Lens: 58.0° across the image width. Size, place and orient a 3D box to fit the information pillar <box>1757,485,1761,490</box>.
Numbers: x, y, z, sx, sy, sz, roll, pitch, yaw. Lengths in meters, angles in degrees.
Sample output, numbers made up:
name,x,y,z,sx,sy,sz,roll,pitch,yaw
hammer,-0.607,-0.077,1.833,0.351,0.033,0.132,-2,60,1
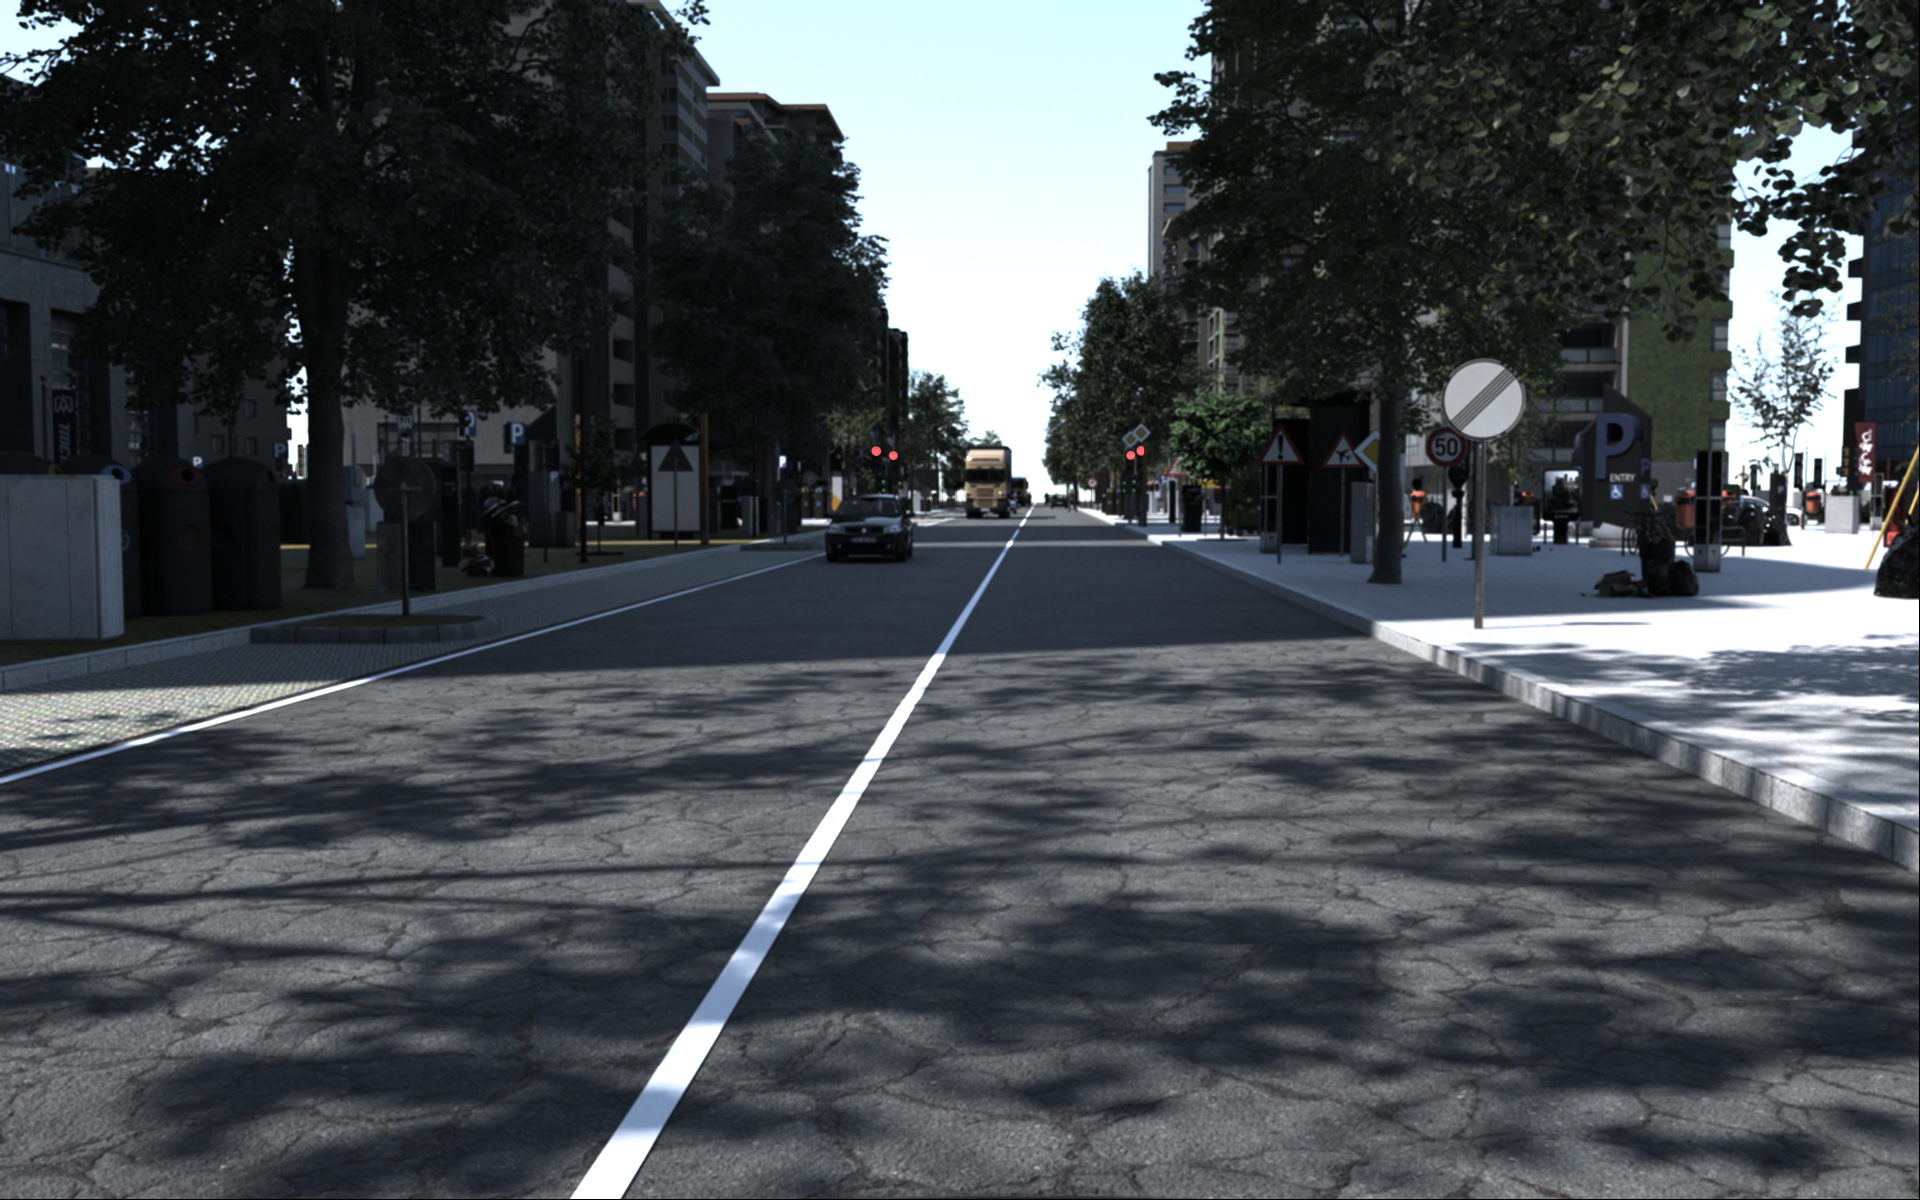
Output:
name,x,y,z,sx,sy,sz,roll,pitch,yaw
information pillar,64.936,-8.337,140.800,0.304,2.012,0.304,2,4,24

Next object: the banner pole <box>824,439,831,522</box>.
name,x,y,z,sx,sy,sz,roll,pitch,yaw
banner pole,-6.021,-5.472,79.485,0.401,3.779,0.863,0,3,0

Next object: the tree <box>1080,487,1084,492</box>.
name,x,y,z,sx,sy,sz,roll,pitch,yaw
tree,13.875,-13.892,177.499,4.360,8.622,3.978,0,3,0

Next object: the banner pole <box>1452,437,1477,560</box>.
name,x,y,z,sx,sy,sz,roll,pitch,yaw
banner pole,9.936,-2.686,33.932,0.401,3.779,0.863,-2,4,-24

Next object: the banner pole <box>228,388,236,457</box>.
name,x,y,z,sx,sy,sz,roll,pitch,yaw
banner pole,-14.582,-2.735,34.730,0.401,3.779,0.863,-2,4,-31

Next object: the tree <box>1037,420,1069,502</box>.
name,x,y,z,sx,sy,sz,roll,pitch,yaw
tree,17.705,-22.843,283.852,12.009,13.543,11.850,0,3,0

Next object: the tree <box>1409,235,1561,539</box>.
name,x,y,z,sx,sy,sz,roll,pitch,yaw
tree,14.425,-6.030,48.955,4.737,8.622,4.395,0,3,0

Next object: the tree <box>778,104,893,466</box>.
name,x,y,z,sx,sy,sz,roll,pitch,yaw
tree,-6.659,-9.281,58.398,9.857,13.997,8.962,0,3,0

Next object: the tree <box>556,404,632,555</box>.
name,x,y,z,sx,sy,sz,roll,pitch,yaw
tree,-7.593,-2.580,36.789,1.663,3.219,1.824,0,3,0

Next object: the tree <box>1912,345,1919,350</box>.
name,x,y,z,sx,sy,sz,roll,pitch,yaw
tree,31.879,-8.077,50.194,7.486,12.596,7.792,0,3,0

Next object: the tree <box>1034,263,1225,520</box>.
name,x,y,z,sx,sy,sz,roll,pitch,yaw
tree,8.534,-10.363,86.444,9.611,12.733,9.660,0,3,0

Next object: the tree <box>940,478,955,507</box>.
name,x,y,z,sx,sy,sz,roll,pitch,yaw
tree,-1.121,-11.161,177.081,1.663,3.219,1.824,0,3,0

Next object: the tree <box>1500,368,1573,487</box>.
name,x,y,z,sx,sy,sz,roll,pitch,yaw
tree,27.310,-8.194,84.333,4.360,8.622,3.978,0,3,0

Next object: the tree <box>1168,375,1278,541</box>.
name,x,y,z,sx,sy,sz,roll,pitch,yaw
tree,7.234,-3.925,47.884,4.285,4.588,4.351,0,3,0

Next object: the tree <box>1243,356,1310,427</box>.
name,x,y,z,sx,sy,sz,roll,pitch,yaw
tree,16.459,-8.534,89.894,4.737,8.622,4.395,0,3,0

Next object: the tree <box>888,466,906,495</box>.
name,x,y,z,sx,sy,sz,roll,pitch,yaw
tree,-4.387,-6.882,107.115,1.663,3.219,1.824,0,3,0

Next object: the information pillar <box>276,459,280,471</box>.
name,x,y,z,sx,sy,sz,roll,pitch,yaw
information pillar,-39.840,-6.728,101.354,0.183,3.616,0.504,0,4,5

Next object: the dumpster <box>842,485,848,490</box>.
name,x,y,z,sx,sy,sz,roll,pitch,yaw
dumpster,-7.284,-6.291,108.618,1.264,1.857,1.865,0,4,3

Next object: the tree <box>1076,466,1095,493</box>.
name,x,y,z,sx,sy,sz,roll,pitch,yaw
tree,11.996,-10.634,157.585,4.285,4.588,4.351,0,3,0

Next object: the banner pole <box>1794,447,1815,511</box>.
name,x,y,z,sx,sy,sz,roll,pitch,yaw
banner pole,44.706,-6.239,92.017,0.401,3.779,0.863,-3,5,-43

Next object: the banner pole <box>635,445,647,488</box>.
name,x,y,z,sx,sy,sz,roll,pitch,yaw
banner pole,-16.141,-5.973,87.681,0.863,3.779,0.401,-1,4,-10

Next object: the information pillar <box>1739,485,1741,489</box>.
name,x,y,z,sx,sy,sz,roll,pitch,yaw
information pillar,65.792,-8.684,146.468,0.304,2.012,0.304,0,4,3

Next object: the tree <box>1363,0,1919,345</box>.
name,x,y,z,sx,sy,sz,roll,pitch,yaw
tree,6.125,-6.279,9.319,9.857,13.997,8.962,0,3,0

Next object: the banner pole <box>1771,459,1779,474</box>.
name,x,y,z,sx,sy,sz,roll,pitch,yaw
banner pole,58.348,-8.204,124.147,0.401,3.779,0.863,-2,4,-27

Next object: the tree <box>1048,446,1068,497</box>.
name,x,y,z,sx,sy,sz,roll,pitch,yaw
tree,18.621,-22.779,298.190,9.928,11.665,9.643,0,3,0

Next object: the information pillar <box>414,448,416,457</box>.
name,x,y,z,sx,sy,sz,roll,pitch,yaw
information pillar,-27.671,-5.905,87.894,0.183,3.616,0.504,0,4,-1

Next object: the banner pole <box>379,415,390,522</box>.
name,x,y,z,sx,sy,sz,roll,pitch,yaw
banner pole,-18.130,-3.949,54.582,0.401,3.779,0.863,0,4,4

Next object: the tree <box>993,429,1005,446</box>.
name,x,y,z,sx,sy,sz,roll,pitch,yaw
tree,5.221,-23.411,300.890,7.486,12.596,7.792,0,3,0

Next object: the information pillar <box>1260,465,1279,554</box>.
name,x,y,z,sx,sy,sz,roll,pitch,yaw
information pillar,6.683,-2.013,37.410,0.304,2.012,0.304,-1,4,-11

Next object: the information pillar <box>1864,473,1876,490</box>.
name,x,y,z,sx,sy,sz,roll,pitch,yaw
information pillar,42.992,-5.535,81.859,0.183,3.616,0.504,-3,4,-36

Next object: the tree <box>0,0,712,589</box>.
name,x,y,z,sx,sy,sz,roll,pitch,yaw
tree,-8.563,-7.143,23.437,9.857,13.997,8.962,0,3,0

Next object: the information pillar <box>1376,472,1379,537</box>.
name,x,y,z,sx,sy,sz,roll,pitch,yaw
information pillar,11.726,-2.661,47.992,0.304,2.012,0.304,0,4,4

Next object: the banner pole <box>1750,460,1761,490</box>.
name,x,y,z,sx,sy,sz,roll,pitch,yaw
banner pole,58.165,-8.352,126.568,0.863,3.779,0.401,3,4,39

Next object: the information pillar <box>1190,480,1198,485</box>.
name,x,y,z,sx,sy,sz,roll,pitch,yaw
information pillar,12.513,-5.396,92.709,0.304,2.012,0.304,-3,5,-44

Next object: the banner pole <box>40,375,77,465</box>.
name,x,y,z,sx,sy,sz,roll,pitch,yaw
banner pole,-19.036,-2.845,36.537,0.863,3.779,0.401,-1,4,-8

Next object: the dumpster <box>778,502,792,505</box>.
name,x,y,z,sx,sy,sz,roll,pitch,yaw
dumpster,-8.486,-4.750,83.428,1.264,1.857,1.865,0,4,3

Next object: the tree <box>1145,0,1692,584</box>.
name,x,y,z,sx,sy,sz,roll,pitch,yaw
tree,6.362,-6.537,25.008,7.486,12.596,7.792,0,3,0

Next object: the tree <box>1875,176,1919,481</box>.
name,x,y,z,sx,sy,sz,roll,pitch,yaw
tree,21.606,-5.319,37.332,4.360,8.622,3.978,0,3,0

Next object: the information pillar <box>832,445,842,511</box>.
name,x,y,z,sx,sy,sz,roll,pitch,yaw
information pillar,-5.808,-5.550,82.101,0.504,3.616,0.183,0,4,-3

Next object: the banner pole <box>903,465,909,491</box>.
name,x,y,z,sx,sy,sz,roll,pitch,yaw
banner pole,-4.585,-9.661,147.972,0.863,3.779,0.401,1,4,20

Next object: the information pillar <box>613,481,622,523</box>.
name,x,y,z,sx,sy,sz,roll,pitch,yaw
information pillar,-15.368,-4.470,77.582,0.304,2.012,0.304,1,4,10

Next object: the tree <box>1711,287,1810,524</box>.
name,x,y,z,sx,sy,sz,roll,pitch,yaw
tree,28.408,-6.685,59.667,4.360,8.622,3.978,0,3,0

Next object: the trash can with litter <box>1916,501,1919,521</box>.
name,x,y,z,sx,sy,sz,roll,pitch,yaw
trash can with litter,18.419,-1.300,32.313,2.233,1.210,1.678,-1,4,-23

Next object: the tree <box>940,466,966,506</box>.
name,x,y,z,sx,sy,sz,roll,pitch,yaw
tree,-0.567,-12.106,181.639,4.285,4.588,4.351,0,3,0

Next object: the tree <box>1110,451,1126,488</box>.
name,x,y,z,sx,sy,sz,roll,pitch,yaw
tree,11.543,-10.881,128.271,4.737,8.622,4.395,0,3,0

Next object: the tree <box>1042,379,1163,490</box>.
name,x,y,z,sx,sy,sz,roll,pitch,yaw
tree,10.710,-11.399,120.793,7.601,10.594,8.767,2,4,24

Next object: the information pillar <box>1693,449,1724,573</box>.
name,x,y,z,sx,sy,sz,roll,pitch,yaw
information pillar,12.277,-1.463,28.417,0.304,2.012,0.304,-1,4,-22

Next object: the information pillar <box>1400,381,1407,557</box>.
name,x,y,z,sx,sy,sz,roll,pitch,yaw
information pillar,8.781,-2.667,34.966,0.504,3.616,0.183,-1,4,-22

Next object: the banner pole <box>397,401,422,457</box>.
name,x,y,z,sx,sy,sz,roll,pitch,yaw
banner pole,-14.495,-3.413,45.814,0.863,3.779,0.401,-3,5,-41

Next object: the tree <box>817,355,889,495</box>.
name,x,y,z,sx,sy,sz,roll,pitch,yaw
tree,-5.373,-8.341,86.742,4.737,8.622,4.395,0,3,0

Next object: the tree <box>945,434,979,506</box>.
name,x,y,z,sx,sy,sz,roll,pitch,yaw
tree,-0.032,-14.455,186.698,4.737,8.622,4.395,0,3,0

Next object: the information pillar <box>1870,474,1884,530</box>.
name,x,y,z,sx,sy,sz,roll,pitch,yaw
information pillar,32.950,-3.533,62.258,0.304,2.012,0.304,0,4,5

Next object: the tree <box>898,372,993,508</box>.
name,x,y,z,sx,sy,sz,roll,pitch,yaw
tree,-2.466,-14.896,161.682,7.486,12.596,7.792,0,3,0

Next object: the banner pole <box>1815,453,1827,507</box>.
name,x,y,z,sx,sy,sz,roll,pitch,yaw
banner pole,52.515,-7.075,105.686,0.863,3.779,0.401,1,4,22

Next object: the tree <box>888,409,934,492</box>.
name,x,y,z,sx,sy,sz,roll,pitch,yaw
tree,-3.527,-11.388,136.558,4.360,8.622,3.978,0,3,0

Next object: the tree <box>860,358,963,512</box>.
name,x,y,z,sx,sy,sz,roll,pitch,yaw
tree,-3.575,-11.341,119.830,8.767,10.594,7.601,2,4,34
